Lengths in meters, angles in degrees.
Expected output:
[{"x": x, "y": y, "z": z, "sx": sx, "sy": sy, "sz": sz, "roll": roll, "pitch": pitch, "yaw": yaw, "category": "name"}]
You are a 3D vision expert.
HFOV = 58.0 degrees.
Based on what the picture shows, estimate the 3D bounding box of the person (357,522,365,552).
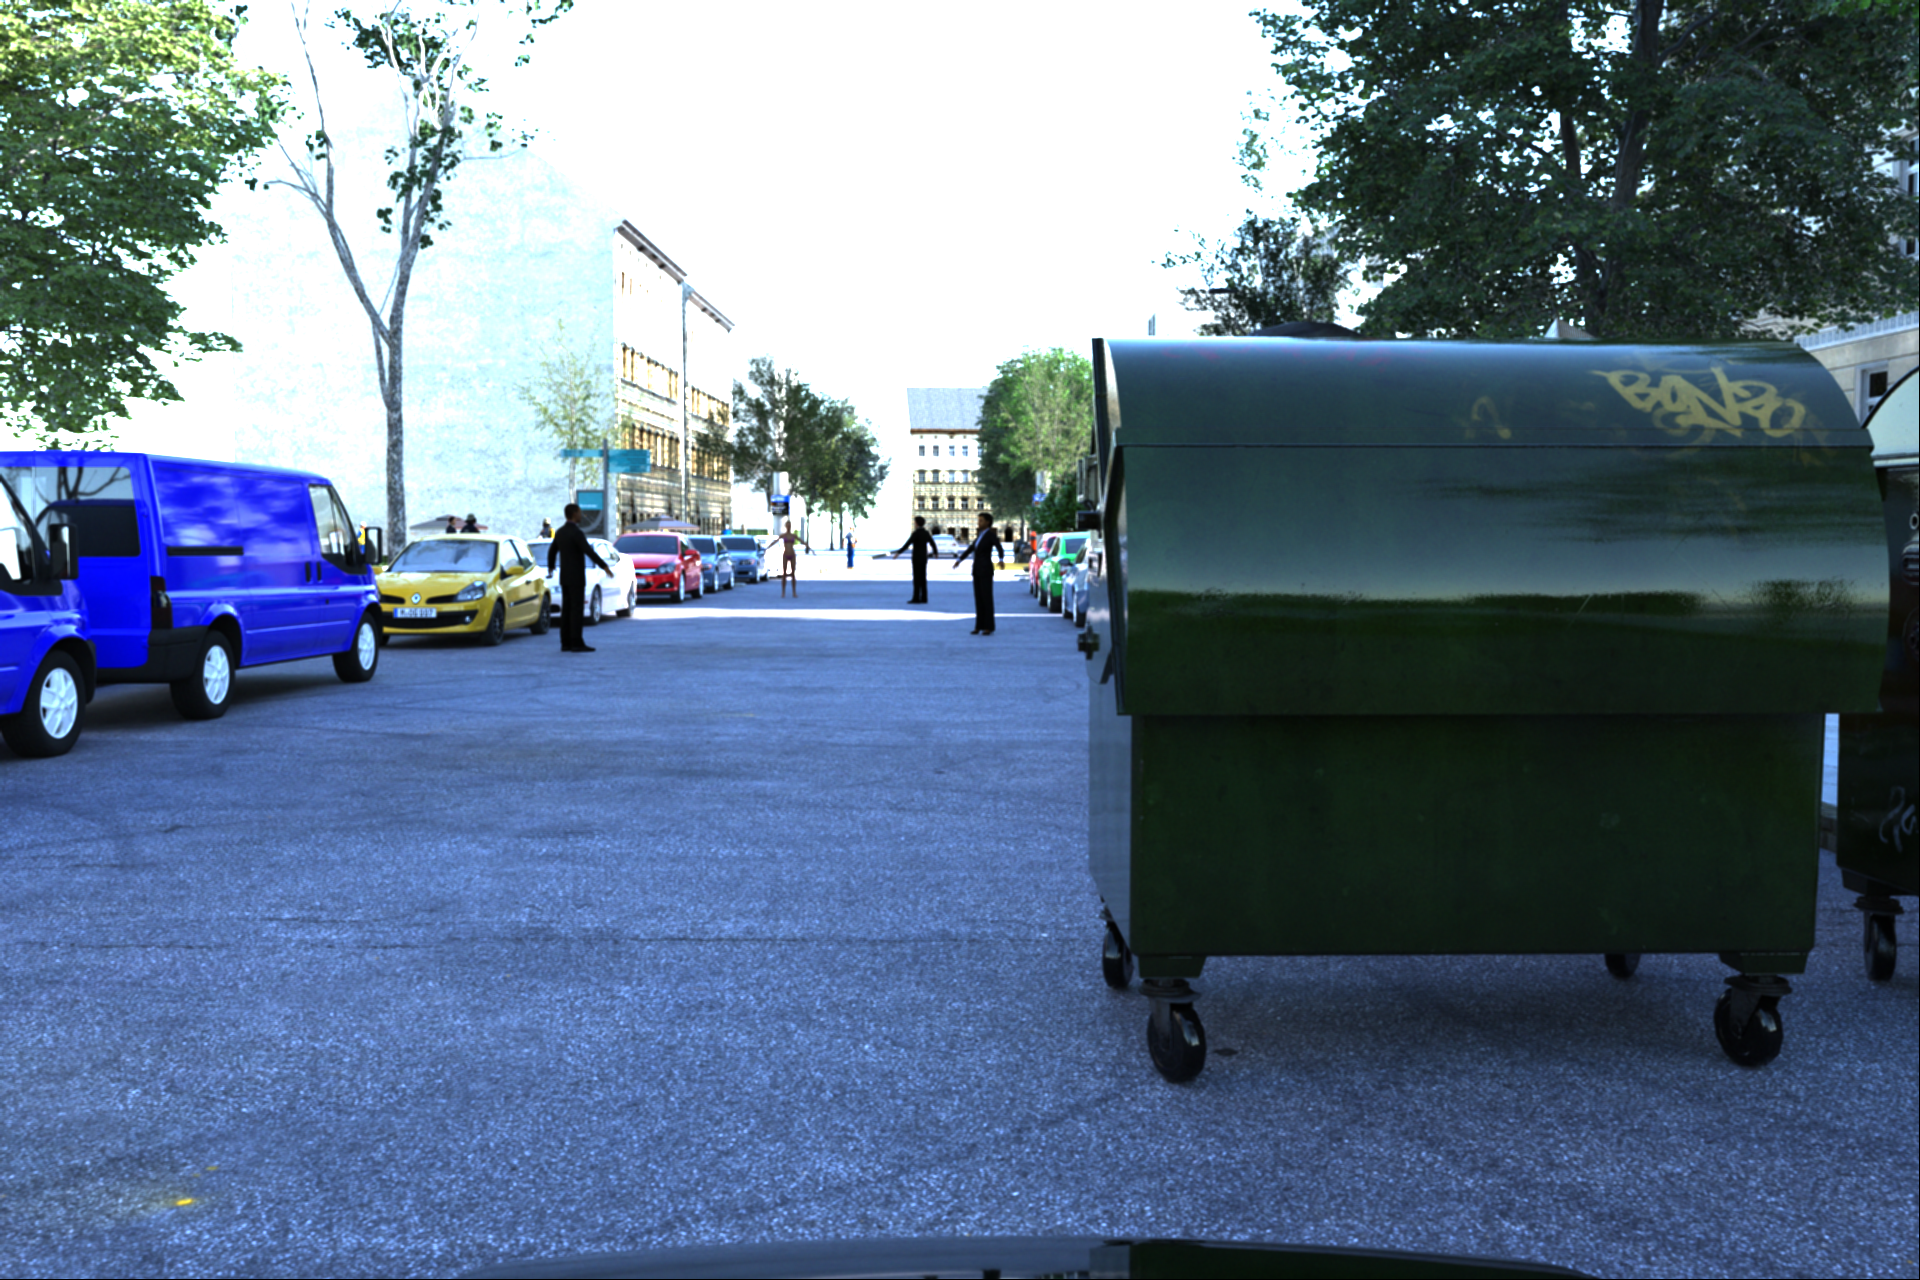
[{"x": -24.474, "y": -3.962, "z": 71.251, "sx": 0.721, "sy": 1.772, "sz": 1.216, "roll": 0, "pitch": 4, "yaw": 6, "category": "person"}]

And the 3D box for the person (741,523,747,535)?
[{"x": -10.863, "y": -4.927, "z": 86.677, "sx": 0.705, "sy": 1.813, "sz": 1.348, "roll": -1, "pitch": 4, "yaw": -9, "category": "person"}]

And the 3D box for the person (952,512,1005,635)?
[{"x": 0.277, "y": -0.945, "z": 24.635, "sx": 0.721, "sy": 1.740, "sz": 1.216, "roll": -2, "pitch": 4, "yaw": -34, "category": "person"}]

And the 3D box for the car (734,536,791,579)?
[{"x": -6.486, "y": -2.711, "z": 56.692, "sx": 2.083, "sy": 1.381, "sz": 4.827, "roll": 0, "pitch": 3, "yaw": 0, "category": "car"}]

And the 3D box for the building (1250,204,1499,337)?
[{"x": 23.046, "y": -15.271, "z": 106.093, "sx": 16.016, "sy": 20.090, "sz": 11.380, "roll": 0, "pitch": 4, "yaw": 0, "category": "building"}]

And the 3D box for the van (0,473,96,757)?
[{"x": -6.723, "y": -0.306, "z": 9.392, "sx": 2.240, "sy": 2.365, "sz": 5.245, "roll": 0, "pitch": 4, "yaw": 0, "category": "van"}]

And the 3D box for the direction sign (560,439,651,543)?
[{"x": -9.944, "y": -3.698, "z": 49.231, "sx": 2.525, "sy": 3.948, "sz": 1.411, "roll": 0, "pitch": 4, "yaw": 0, "category": "direction sign"}]

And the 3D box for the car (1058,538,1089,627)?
[{"x": 2.619, "y": -0.975, "z": 27.942, "sx": 2.014, "sy": 1.417, "sz": 4.499, "roll": 0, "pitch": 4, "yaw": 0, "category": "car"}]

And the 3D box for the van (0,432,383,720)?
[{"x": -6.673, "y": -0.652, "z": 15.038, "sx": 2.240, "sy": 2.365, "sz": 5.245, "roll": 0, "pitch": 4, "yaw": 0, "category": "van"}]

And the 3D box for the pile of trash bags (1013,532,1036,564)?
[{"x": 3.279, "y": -4.071, "z": 76.307, "sx": 1.912, "sy": 1.369, "sz": 3.447, "roll": 0, "pitch": 3, "yaw": 0, "category": "pile of trash bags"}]

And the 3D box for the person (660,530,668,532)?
[{"x": -12.306, "y": -4.069, "z": 72.493, "sx": 0.705, "sy": 1.833, "sz": 1.349, "roll": 1, "pitch": 4, "yaw": 13, "category": "person"}]

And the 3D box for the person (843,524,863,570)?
[{"x": -4.347, "y": -3.727, "z": 69.253, "sx": 0.705, "sy": 1.847, "sz": 1.347, "roll": -3, "pitch": 4, "yaw": -38, "category": "person"}]

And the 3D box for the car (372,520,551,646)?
[{"x": -6.748, "y": -0.804, "z": 23.365, "sx": 2.015, "sy": 1.641, "sz": 3.980, "roll": 0, "pitch": 4, "yaw": 0, "category": "car"}]

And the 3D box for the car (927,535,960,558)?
[{"x": -1.037, "y": -5.711, "z": 105.741, "sx": 2.083, "sy": 1.381, "sz": 4.827, "roll": 0, "pitch": 4, "yaw": 0, "category": "car"}]

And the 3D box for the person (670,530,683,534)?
[{"x": -13.157, "y": -4.547, "z": 80.280, "sx": 1.347, "sy": 1.837, "sz": 0.705, "roll": -3, "pitch": 5, "yaw": -41, "category": "person"}]

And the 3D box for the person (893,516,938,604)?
[{"x": -0.858, "y": -1.660, "z": 35.788, "sx": 0.705, "sy": 1.806, "sz": 1.347, "roll": 3, "pitch": 5, "yaw": 40, "category": "person"}]

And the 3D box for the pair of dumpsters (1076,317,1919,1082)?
[{"x": 2.551, "y": -0.006, "z": 5.055, "sx": 4.436, "sy": 2.255, "sz": 1.574, "roll": 0, "pitch": 4, "yaw": -1, "category": "pair of dumpsters"}]

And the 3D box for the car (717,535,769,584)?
[{"x": -6.697, "y": -2.415, "z": 51.493, "sx": 2.014, "sy": 1.417, "sz": 4.499, "roll": 0, "pitch": 4, "yaw": 0, "category": "car"}]

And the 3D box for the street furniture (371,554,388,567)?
[{"x": -20.975, "y": -3.350, "z": 70.403, "sx": 5.734, "sy": 0.657, "sz": 10.072, "roll": 0, "pitch": 4, "yaw": -2, "category": "street furniture"}]

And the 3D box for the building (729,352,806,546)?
[{"x": -26.212, "y": -19.413, "z": 183.862, "sx": 16.747, "sy": 18.905, "sz": 31.486, "roll": 0, "pitch": 3, "yaw": 0, "category": "building"}]

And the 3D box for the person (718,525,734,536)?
[{"x": -13.200, "y": -5.616, "z": 97.954, "sx": 1.347, "sy": 1.817, "sz": 0.704, "roll": 0, "pitch": 4, "yaw": -5, "category": "person"}]

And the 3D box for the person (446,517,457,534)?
[{"x": -15.890, "y": -2.952, "z": 54.315, "sx": 0.704, "sy": 1.823, "sz": 1.345, "roll": 0, "pitch": 4, "yaw": 4, "category": "person"}]

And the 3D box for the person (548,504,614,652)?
[{"x": -4.698, "y": -0.762, "z": 21.139, "sx": 1.346, "sy": 1.802, "sz": 0.704, "roll": 3, "pitch": 5, "yaw": 45, "category": "person"}]

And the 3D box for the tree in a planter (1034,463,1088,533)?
[{"x": 2.793, "y": -2.849, "z": 43.811, "sx": 1.991, "sy": 3.239, "sz": 1.994, "roll": 0, "pitch": 4, "yaw": 1, "category": "tree in a planter"}]

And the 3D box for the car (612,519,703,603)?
[{"x": -6.630, "y": -1.717, "z": 37.116, "sx": 2.155, "sy": 1.783, "sz": 4.494, "roll": 0, "pitch": 4, "yaw": 0, "category": "car"}]

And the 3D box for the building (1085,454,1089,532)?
[{"x": 23.502, "y": -20.209, "z": 196.866, "sx": 16.747, "sy": 18.905, "sz": 31.486, "roll": 0, "pitch": 4, "yaw": 0, "category": "building"}]

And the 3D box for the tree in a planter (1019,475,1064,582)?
[{"x": 2.801, "y": -3.395, "z": 52.734, "sx": 1.991, "sy": 3.239, "sz": 1.994, "roll": 0, "pitch": 4, "yaw": -1, "category": "tree in a planter"}]

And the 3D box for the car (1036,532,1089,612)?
[{"x": 2.473, "y": -1.484, "z": 33.061, "sx": 1.959, "sy": 1.807, "sz": 4.718, "roll": 0, "pitch": 4, "yaw": -1, "category": "car"}]

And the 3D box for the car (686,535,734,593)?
[{"x": -6.754, "y": -1.927, "z": 43.506, "sx": 2.014, "sy": 1.417, "sz": 4.499, "roll": 0, "pitch": 4, "yaw": 1, "category": "car"}]

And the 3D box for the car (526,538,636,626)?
[{"x": -6.594, "y": -0.994, "z": 28.620, "sx": 2.083, "sy": 1.381, "sz": 4.827, "roll": 0, "pitch": 4, "yaw": 1, "category": "car"}]

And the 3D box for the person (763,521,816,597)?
[{"x": -3.865, "y": -1.832, "z": 39.216, "sx": 1.217, "sy": 1.733, "sz": 0.721, "roll": -1, "pitch": 4, "yaw": -13, "category": "person"}]

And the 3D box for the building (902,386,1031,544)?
[{"x": 0.940, "y": -25.893, "z": 256.743, "sx": 18.063, "sy": 23.208, "sz": 19.493, "roll": 0, "pitch": 4, "yaw": -5, "category": "building"}]

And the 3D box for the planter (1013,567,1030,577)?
[{"x": 2.817, "y": -2.302, "z": 58.780, "sx": 1.991, "sy": 0.319, "sz": 1.994, "roll": 0, "pitch": 4, "yaw": -1, "category": "planter"}]

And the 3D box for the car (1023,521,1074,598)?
[{"x": 2.558, "y": -1.921, "z": 40.454, "sx": 2.155, "sy": 1.783, "sz": 4.494, "roll": 0, "pitch": 4, "yaw": 0, "category": "car"}]

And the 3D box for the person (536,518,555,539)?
[{"x": -14.819, "y": -3.440, "z": 62.029, "sx": 0.705, "sy": 1.856, "sz": 1.354, "roll": 1, "pitch": 4, "yaw": 22, "category": "person"}]

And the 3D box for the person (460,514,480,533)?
[{"x": -13.490, "y": -2.571, "z": 47.902, "sx": 1.351, "sy": 1.845, "sz": 0.704, "roll": 2, "pitch": 4, "yaw": 34, "category": "person"}]
